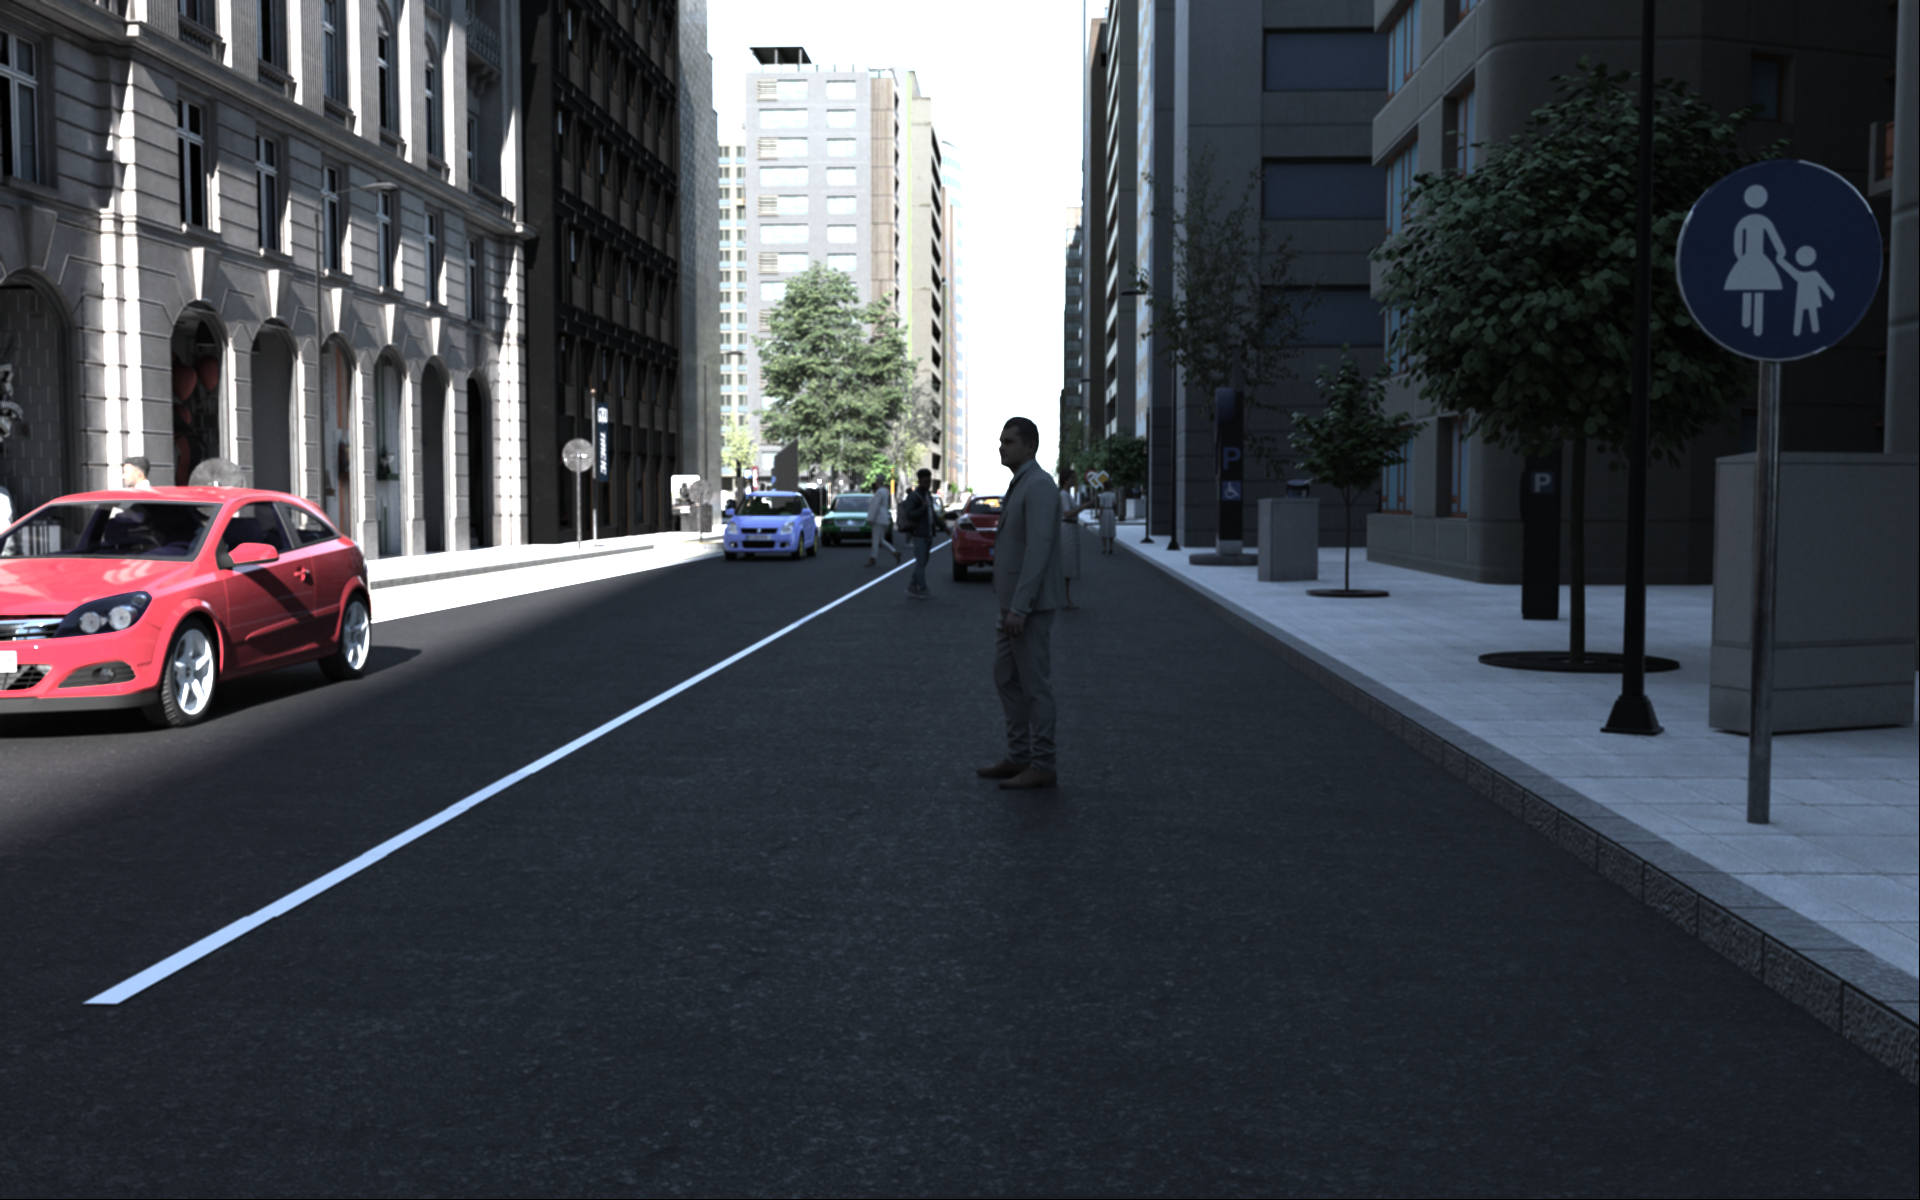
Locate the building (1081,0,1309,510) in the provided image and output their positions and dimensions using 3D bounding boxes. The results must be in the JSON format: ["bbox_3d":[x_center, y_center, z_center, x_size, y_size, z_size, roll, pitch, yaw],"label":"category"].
[{"bbox_3d":[23.316,-39.155,182.175,21.231,58.520,28.212,0,4,2],"label":"building"}]

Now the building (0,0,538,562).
[{"bbox_3d":[-17.142,-11.592,31.327,13.314,21.916,24.055,0,4,2],"label":"building"}]

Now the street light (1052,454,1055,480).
[{"bbox_3d":[9.921,-11.907,167.224,1.470,5.913,1.316,0,4,2],"label":"street light"}]

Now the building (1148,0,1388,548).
[{"bbox_3d":[16.477,-31.273,53.315,21.231,58.520,28.212,0,4,2],"label":"building"}]

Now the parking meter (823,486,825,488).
[{"bbox_3d":[-8.879,-6.467,111.439,0.399,1.863,0.255,0,4,2],"label":"parking meter"}]

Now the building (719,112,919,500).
[{"bbox_3d":[-19.772,-29.884,180.477,32.217,40.220,23.993,0,4,2],"label":"building"}]

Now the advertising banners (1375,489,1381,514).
[{"bbox_3d":[28.092,-7.276,115.143,0.090,3.025,2.074,2,4,31],"label":"advertising banners"}]

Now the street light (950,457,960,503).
[{"bbox_3d":[-0.760,-14.914,216.391,1.470,5.913,1.316,0,4,2],"label":"street light"}]

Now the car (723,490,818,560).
[{"bbox_3d":[-4.216,-1.785,38.772,1.945,1.707,3.694,0,4,3],"label":"car"}]

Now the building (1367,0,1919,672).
[{"bbox_3d":[21.022,-10.562,17.724,27.650,21.520,28.899,0,4,2],"label":"building"}]

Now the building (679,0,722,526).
[{"bbox_3d":[-18.277,-12.845,64.760,16.860,20.320,10.420,0,4,2],"label":"building"}]

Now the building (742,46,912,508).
[{"bbox_3d":[-11.984,-29.193,160.908,14.154,41.232,14.086,0,4,2],"label":"building"}]

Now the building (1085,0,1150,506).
[{"bbox_3d":[18.776,-31.245,160.967,14.600,45.320,14.200,0,4,2],"label":"building"}]

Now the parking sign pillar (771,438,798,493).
[{"bbox_3d":[-8.414,-5.793,83.195,1.447,3.967,1.447,-3,5,-40],"label":"parking sign pillar"}]

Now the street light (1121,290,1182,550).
[{"bbox_3d":[4.359,-4.098,39.547,1.470,5.913,1.316,0,4,2],"label":"street light"}]

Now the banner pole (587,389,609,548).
[{"bbox_3d":[-8.649,-3.154,41.577,0.401,3.779,0.863,1,4,23],"label":"banner pole"}]

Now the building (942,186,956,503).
[{"bbox_3d":[-8.580,-36.399,245.240,14.600,45.320,14.200,0,4,2],"label":"building"}]

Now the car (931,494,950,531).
[{"bbox_3d":[-1.387,-3.527,67.885,2.015,1.641,3.980,0,4,1],"label":"car"}]

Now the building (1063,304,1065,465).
[{"bbox_3d":[22.585,-30.008,262.323,14.160,30.474,14.107,0,4,2],"label":"building"}]

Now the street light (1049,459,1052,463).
[{"bbox_3d":[11.195,-13.810,198.340,1.470,5.913,1.316,0,4,2],"label":"street light"}]

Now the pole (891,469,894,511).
[{"bbox_3d":[-5.053,-8.304,129.612,0.158,3.312,0.155,0,3,0],"label":"pole"}]

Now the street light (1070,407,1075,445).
[{"bbox_3d":[6.727,-7.303,91.943,1.470,5.913,1.316,0,4,2],"label":"street light"}]

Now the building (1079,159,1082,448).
[{"bbox_3d":[25.978,-36.211,211.655,23.786,49.044,30.456,0,4,2],"label":"building"}]

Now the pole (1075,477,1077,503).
[{"bbox_3d":[7.950,-7.642,118.788,0.158,3.312,0.155,0,3,0],"label":"pole"}]

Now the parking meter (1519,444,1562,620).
[{"bbox_3d":[5.924,-0.734,17.704,0.399,1.863,0.255,1,4,17],"label":"parking meter"}]

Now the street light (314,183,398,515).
[{"bbox_3d":[-9.095,-3.273,26.055,1.470,5.913,1.316,0,4,2],"label":"street light"}]

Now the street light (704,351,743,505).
[{"bbox_3d":[-7.745,-5.128,56.382,1.470,5.913,1.316,0,4,2],"label":"street light"}]

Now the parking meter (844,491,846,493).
[{"bbox_3d":[-8.206,-7.140,125.143,0.372,1.533,0.369,0,3,0],"label":"parking meter"}]

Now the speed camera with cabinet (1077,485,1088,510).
[{"bbox_3d":[9.537,-8.656,135.859,0.660,3.252,2.038,1,4,20],"label":"speed camera with cabinet"}]

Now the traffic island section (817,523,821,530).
[{"bbox_3d":[-5.699,-2.972,70.865,2.009,0.180,2.903,0,4,2],"label":"traffic island section"}]

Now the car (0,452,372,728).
[{"bbox_3d":[-5.581,-0.180,11.978,2.155,1.783,4.494,0,4,1],"label":"car"}]

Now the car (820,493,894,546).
[{"bbox_3d":[-2.898,-2.473,49.232,1.959,1.807,4.718,0,4,2],"label":"car"}]

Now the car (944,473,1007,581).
[{"bbox_3d":[0.783,-1.285,30.056,2.155,1.783,4.494,0,4,1],"label":"car"}]

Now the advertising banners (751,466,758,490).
[{"bbox_3d":[-12.320,-6.892,108.867,0.090,3.025,2.074,3,5,43],"label":"advertising banners"}]

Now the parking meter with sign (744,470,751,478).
[{"bbox_3d":[-16.117,-8.083,128.410,0.543,3.016,1.738,-2,4,-35],"label":"parking meter with sign"}]

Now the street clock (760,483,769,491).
[{"bbox_3d":[-13.070,-6.734,114.663,0.358,2.002,0.471,0,4,7],"label":"street clock"}]

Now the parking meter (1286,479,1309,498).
[{"bbox_3d":[5.548,-1.228,28.486,0.372,1.533,0.369,0,3,0],"label":"parking meter"}]

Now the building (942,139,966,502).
[{"bbox_3d":[-10.106,-45.253,281.879,21.231,58.520,28.212,0,4,2],"label":"building"}]

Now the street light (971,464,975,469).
[{"bbox_3d":[1.550,-18.149,269.273,1.470,5.913,1.316,0,4,2],"label":"street light"}]

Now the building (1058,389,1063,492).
[{"bbox_3d":[30.956,-27.691,297.788,27.650,21.520,28.899,0,4,2],"label":"building"}]

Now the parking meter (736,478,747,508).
[{"bbox_3d":[-7.869,-3.470,62.453,0.255,1.863,0.399,1,4,17],"label":"parking meter"}]

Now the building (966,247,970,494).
[{"bbox_3d":[-5.455,-39.948,303.266,14.600,45.320,14.200,0,4,2],"label":"building"}]

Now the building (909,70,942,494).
[{"bbox_3d":[-13.327,-35.414,202.718,21.300,48.544,21.600,0,4,2],"label":"building"}]

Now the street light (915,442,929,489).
[{"bbox_3d":[-3.466,-11.200,155.666,1.470,5.913,1.316,0,4,2],"label":"street light"}]

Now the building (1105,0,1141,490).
[{"bbox_3d":[22.850,-31.514,138.962,21.300,48.544,21.600,0,4,2],"label":"building"}]

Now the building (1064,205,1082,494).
[{"bbox_3d":[21.923,-34.446,246.788,14.154,41.232,14.086,0,4,2],"label":"building"}]

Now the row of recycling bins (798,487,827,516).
[{"bbox_3d":[-9.158,-5.780,101.615,1.069,1.692,3.534,3,5,42],"label":"row of recycling bins"}]

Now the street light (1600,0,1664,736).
[{"bbox_3d":[3.095,-2.243,9.216,1.470,5.913,1.316,0,4,2],"label":"street light"}]

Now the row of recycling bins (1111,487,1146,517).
[{"bbox_3d":[11.277,-6.121,107.190,3.534,1.692,1.069,0,4,3],"label":"row of recycling bins"}]

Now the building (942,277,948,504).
[{"bbox_3d":[-8.973,-27.550,222.143,14.160,30.474,14.107,0,4,2],"label":"building"}]

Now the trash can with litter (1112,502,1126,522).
[{"bbox_3d":[7.146,-4.205,80.135,1.055,1.170,0.624,-2,4,-29],"label":"trash can with litter"}]

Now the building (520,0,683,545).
[{"bbox_3d":[-15.975,-13.546,51.158,12.332,23.373,15.834,0,4,2],"label":"building"}]

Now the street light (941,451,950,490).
[{"bbox_3d":[-2.147,-13.055,185.995,1.470,5.913,1.316,0,4,2],"label":"street light"}]

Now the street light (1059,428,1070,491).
[{"bbox_3d":[7.941,-9.158,122.277,1.470,5.913,1.316,0,4,2],"label":"street light"}]

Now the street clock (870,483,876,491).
[{"bbox_3d":[-5.614,-6.650,113.296,0.471,2.002,0.358,3,5,45],"label":"street clock"}]

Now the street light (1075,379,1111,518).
[{"bbox_3d":[5.509,-5.954,69.884,1.470,5.913,1.316,0,4,2],"label":"street light"}]

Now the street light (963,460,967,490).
[{"bbox_3d":[0.142,-16.256,238.330,1.470,5.913,1.316,0,4,2],"label":"street light"}]

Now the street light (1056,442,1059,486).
[{"bbox_3d":[9.357,-11.049,153.188,1.470,5.913,1.316,0,4,2],"label":"street light"}]

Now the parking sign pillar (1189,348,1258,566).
[{"bbox_3d":[4.899,-2.629,31.453,1.447,3.967,1.447,0,4,6],"label":"parking sign pillar"}]

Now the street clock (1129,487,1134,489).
[{"bbox_3d":[12.508,-7.469,126.688,0.471,2.002,0.358,0,4,-2],"label":"street clock"}]
